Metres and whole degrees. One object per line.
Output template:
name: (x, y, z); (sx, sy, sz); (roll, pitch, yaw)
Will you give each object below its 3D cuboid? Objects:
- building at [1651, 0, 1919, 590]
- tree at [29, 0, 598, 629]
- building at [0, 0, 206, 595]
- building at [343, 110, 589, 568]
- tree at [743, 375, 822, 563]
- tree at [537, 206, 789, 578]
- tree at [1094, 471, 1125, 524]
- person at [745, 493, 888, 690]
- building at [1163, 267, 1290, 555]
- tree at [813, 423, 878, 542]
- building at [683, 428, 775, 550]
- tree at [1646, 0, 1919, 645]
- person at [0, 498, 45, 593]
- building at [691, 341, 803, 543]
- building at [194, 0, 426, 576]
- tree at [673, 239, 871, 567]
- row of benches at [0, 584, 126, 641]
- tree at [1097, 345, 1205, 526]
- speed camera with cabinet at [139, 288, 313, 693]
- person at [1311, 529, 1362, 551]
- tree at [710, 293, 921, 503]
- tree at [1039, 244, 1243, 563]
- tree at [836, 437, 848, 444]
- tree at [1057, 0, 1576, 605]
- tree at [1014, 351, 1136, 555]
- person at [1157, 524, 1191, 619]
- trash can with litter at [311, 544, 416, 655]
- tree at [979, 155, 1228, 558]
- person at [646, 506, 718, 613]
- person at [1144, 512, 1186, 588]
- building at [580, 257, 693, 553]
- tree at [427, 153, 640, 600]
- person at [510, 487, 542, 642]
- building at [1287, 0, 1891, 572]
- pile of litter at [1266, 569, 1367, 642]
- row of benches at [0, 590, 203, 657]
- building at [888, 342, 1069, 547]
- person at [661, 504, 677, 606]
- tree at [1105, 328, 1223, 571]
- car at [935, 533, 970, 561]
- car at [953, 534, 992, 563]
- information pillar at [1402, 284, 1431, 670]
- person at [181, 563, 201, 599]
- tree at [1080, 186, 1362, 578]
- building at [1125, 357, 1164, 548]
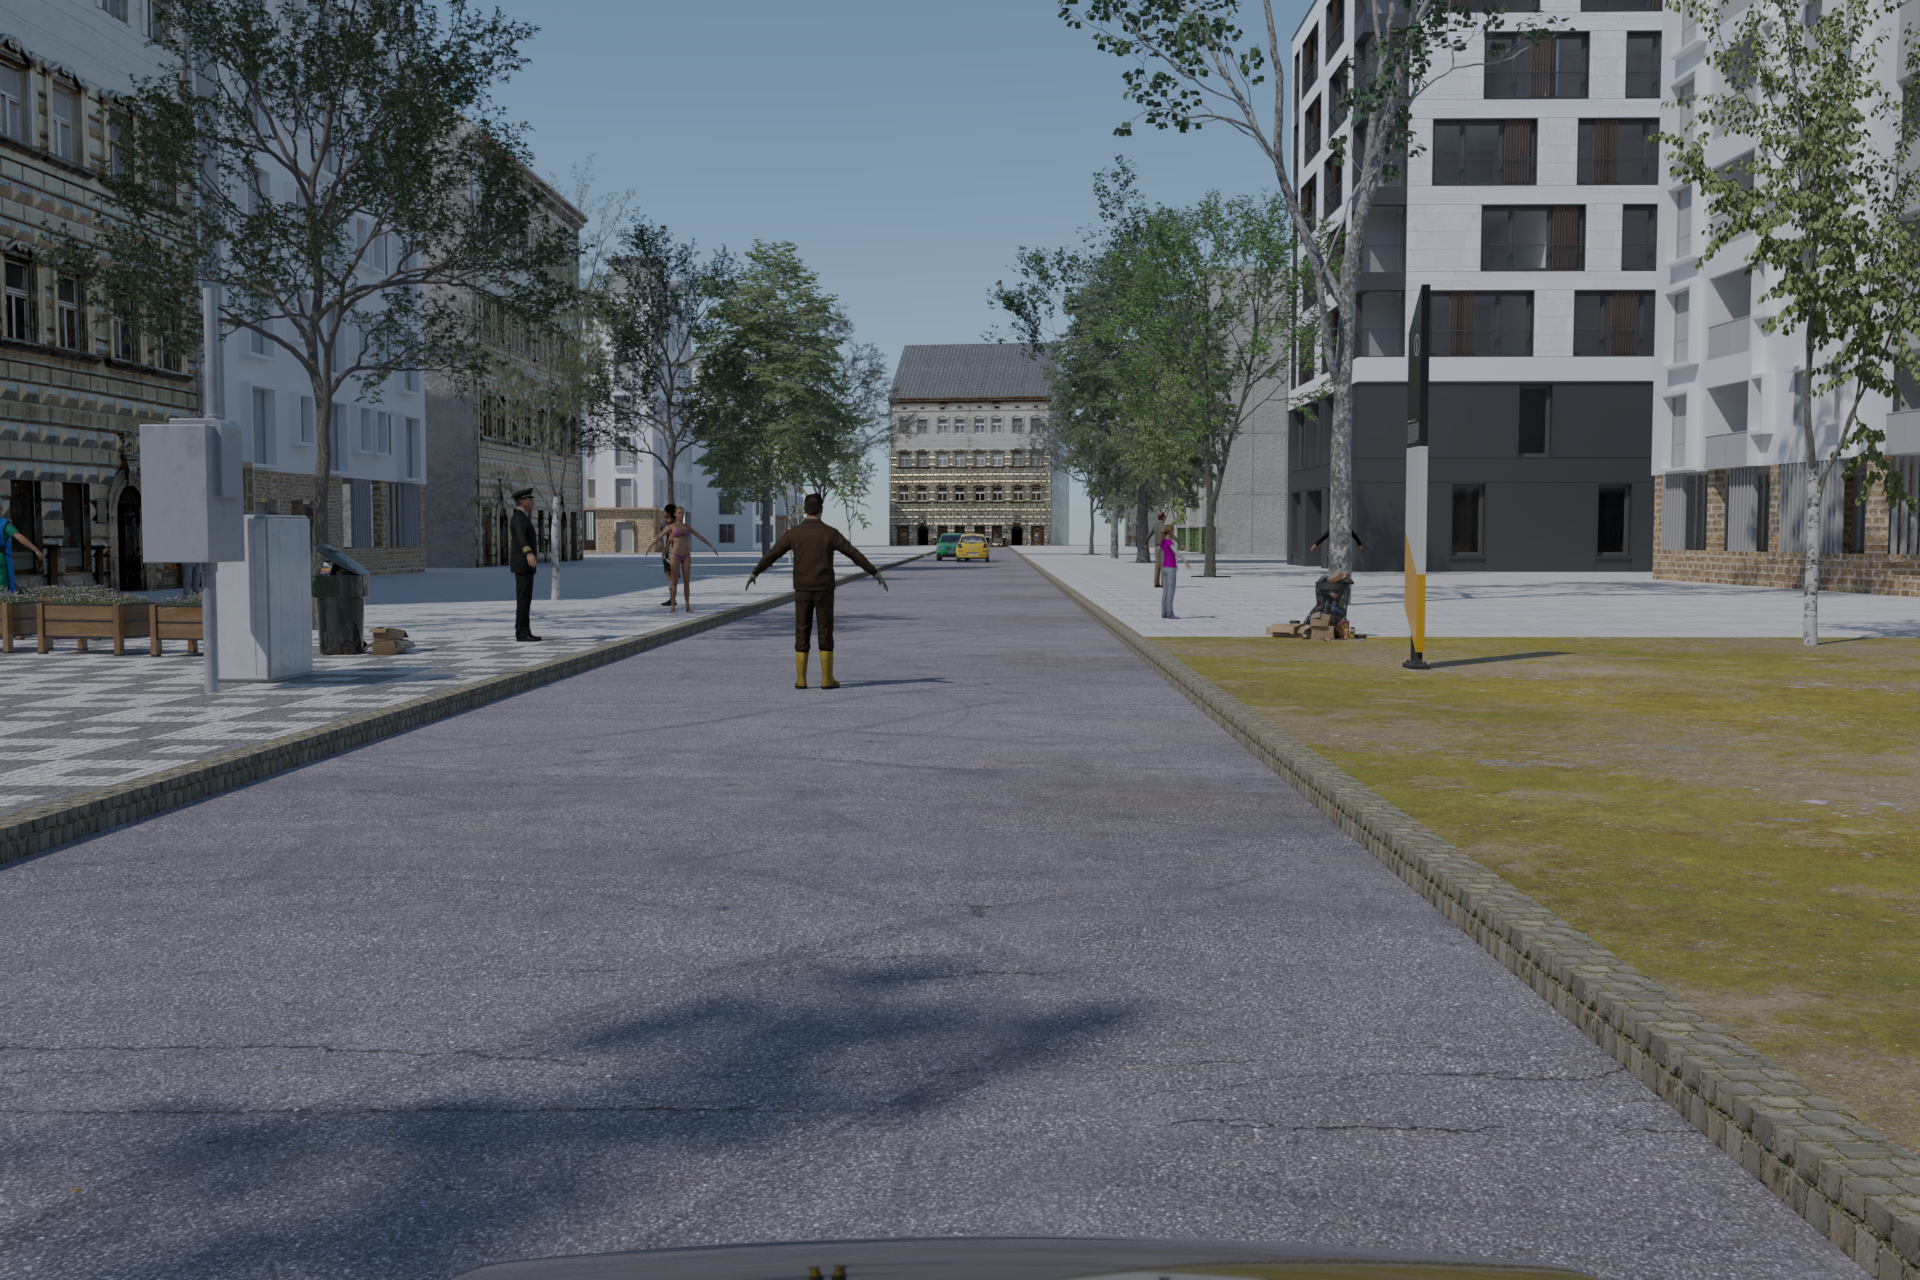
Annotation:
building: (24.442, -11.614, 46.310); (16.016, 20.090, 11.380); (0, 4, 1)
tree: (-8.349, -5.430, 23.188); (7.601, 10.594, 8.767); (-3, 5, -40)
building: (-27.373, -12.304, 32.093); (19.493, 23.208, 18.063); (0, 3, 0)
building: (-27.526, -14.877, 74.175); (19.493, 23.208, 18.063); (0, 3, 0)
tree: (-7.581, -7.659, 75.595); (4.737, 8.622, 4.395); (0, 3, 0)
tree: (-8.622, -7.080, 50.174); (7.601, 10.594, 8.767); (-1, 4, -23)
tree: (19.529, -17.669, 195.539); (9.857, 13.997, 8.962); (0, 3, 0)
person: (-1.344, -0.455, 16.042); (1.346, 1.812, 0.704); (0, 4, 6)
building: (24.574, -15.704, 123.216); (16.747, 18.905, 31.486); (0, 4, 1)
tree: (-6.757, -9.443, 104.756); (4.737, 8.622, 4.395); (0, 3, 0)
building: (-20.433, -12.725, 150.199); (9.099, 9.664, 28.070); (0, 4, 1)
tree: (9.996, -4.234, 19.590); (4.737, 8.622, 4.395); (0, 3, 0)
person: (-13.838, -1.150, 24.925); (1.347, 1.817, 0.704); (1, 4, 9)
building: (-21.629, -19.070, 168.213); (16.016, 20.090, 11.380); (0, 4, 1)
building: (-23.109, -11.520, 44.765); (16.016, 20.090, 11.380); (0, 4, 1)
tree: (-7.292, -9.089, 66.731); (7.486, 12.596, 7.792); (0, 3, 0)
row of benches: (-12.218, -0.358, 21.312); (4.104, 0.672, 1.422); (0, 4, 6)
tree: (7.944, -7.086, 66.222); (4.360, 8.622, 3.978); (0, 3, 0)
speed camera with cabinet: (-6.209, -1.247, 14.731); (0.660, 3.252, 2.038); (0, 4, 1)
person: (8.602, -2.028, 39.345); (1.347, 1.806, 0.705); (-1, 4, -20)
tree: (-7.105, -10.829, 87.426); (12.009, 13.543, 11.850); (0, 3, 0)
tree: (8.158, -10.371, 76.213); (9.857, 13.997, 8.962); (0, 3, 0)
tree: (-18.584, -20.959, 198.574); (12.611, 20.169, 13.585); (0, 3, 0)
tree: (6.227, -10.773, 32.029); (12.611, 20.169, 13.585); (0, 3, 0)
tree: (8.209, -11.962, 105.949); (12.009, 13.543, 11.850); (0, 3, 0)
person: (3.212, -1.033, 26.160); (0.599, 1.433, 0.991); (-1, 4, -20)
trash can with litter: (-6.380, -0.438, 18.547); (1.055, 1.170, 0.624); (0, 4, 2)
tree: (7.291, -14.287, 89.481); (12.611, 20.169, 13.585); (0, 3, 0)
person: (-4.517, -1.304, 28.116); (1.217, 1.733, 0.721); (-2, 4, -26)
person: (4.839, -2.150, 41.425); (0.705, 1.796, 1.348); (-3, 4, -39)
building: (-25.736, -16.090, 119.496); (16.016, 20.090, 11.380); (0, 4, 2)
tree: (-7.759, -5.071, 33.278); (4.360, 8.622, 3.978); (0, 3, 0)
person: (-5.184, -0.904, 20.714); (0.705, 1.837, 1.347); (-1, 4, -14)
building: (27.652, -14.062, 73.896); (27.936, 21.610, 32.646); (0, 4, 1)
pile of litter: (4.412, -0.459, 21.468); (1.176, 0.858, 1.719); (0, 4, 0)
row of benches: (-9.328, -0.194, 18.640); (4.104, 0.672, 1.422); (1, 4, 16)
building: (2.591, -22.340, 198.646); (18.063, 23.208, 19.493); (1, 4, 10)
person: (-5.209, -1.521, 31.005); (0.704, 1.843, 1.345); (-1, 4, -9)
tree: (7.339, -6.729, 60.387); (4.737, 8.622, 4.395); (0, 3, 0)
car: (-0.355, -5.166, 93.254); (1.959, 1.807, 4.718); (0, 4, 1)
car: (0.657, -4.799, 88.687); (2.015, 1.641, 3.980); (0, 4, 1)
information pillar: (4.362, -1.540, 16.527); (0.183, 3.616, 0.504); (0, 4, 1)
person: (-15.196, -1.719, 34.291); (0.705, 1.806, 1.347); (1, 4, 21)
tree: (7.578, -7.667, 51.110); (9.928, 11.665, 9.643); (0, 3, 0)
building: (26.320, -20.799, 170.986); (19.493, 23.208, 18.063); (0, 4, 1)
